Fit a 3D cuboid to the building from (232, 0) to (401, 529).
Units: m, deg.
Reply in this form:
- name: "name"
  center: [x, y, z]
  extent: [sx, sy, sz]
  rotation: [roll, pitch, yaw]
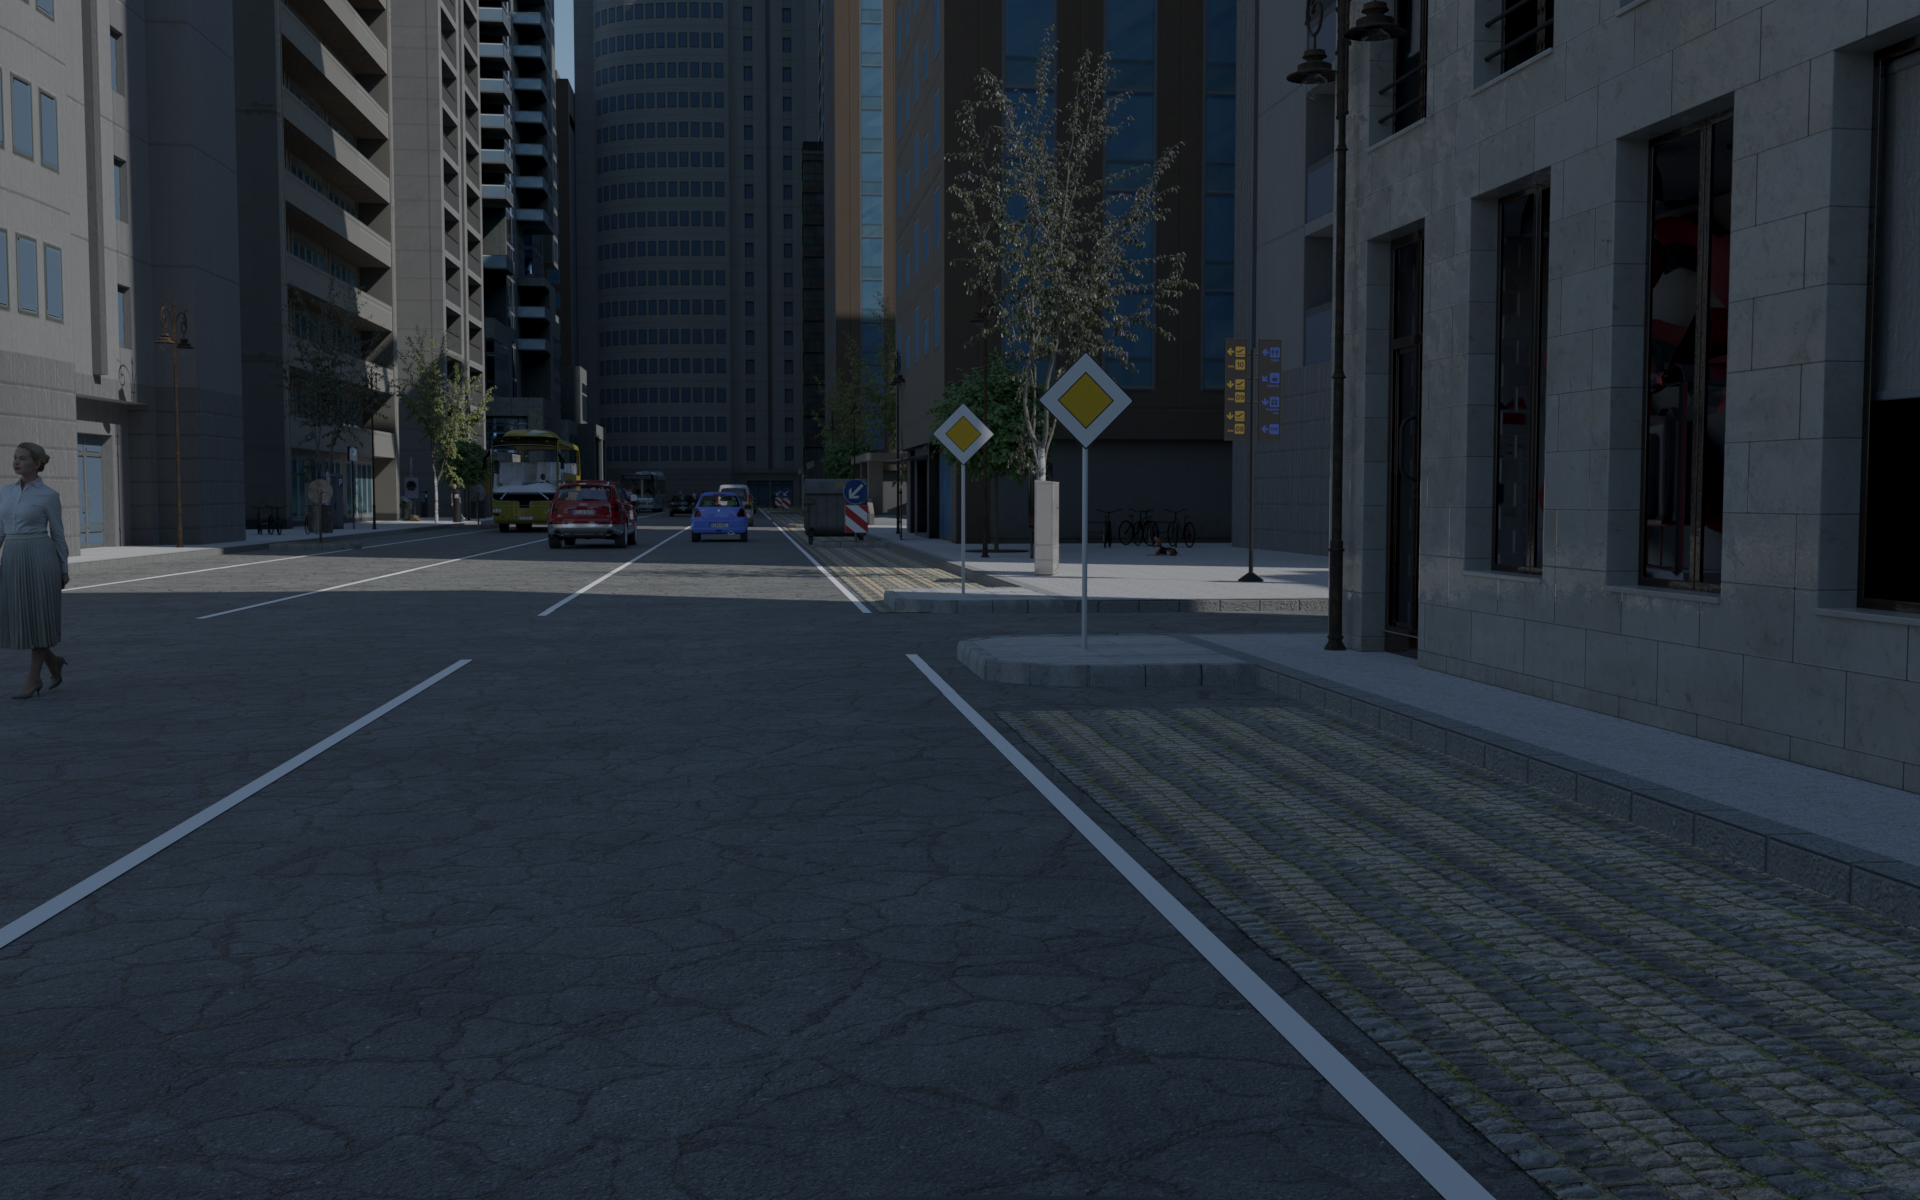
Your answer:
- name: "building"
  center: [-36.305, -27.327, 70.490]
  extent: [21.300, 48.544, 21.600]
  rotation: [0, 4, -7]

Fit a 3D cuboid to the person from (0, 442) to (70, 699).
- name: "person"
  center: [-6.607, -0.222, 12.361]
  extent: [0.478, 1.798, 0.641]
  rotation: [1, 4, 11]

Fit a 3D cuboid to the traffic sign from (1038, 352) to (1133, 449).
- name: "traffic sign"
  center: [1.050, -0.737, 14.235]
  extent: [0.795, 2.593, 0.064]
  rotation: [0, 4, -7]

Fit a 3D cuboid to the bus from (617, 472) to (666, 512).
- name: "bus"
  center: [-25.125, -8.728, 137.557]
  extent: [2.948, 3.499, 13.247]
  rotation: [0, 4, -5]

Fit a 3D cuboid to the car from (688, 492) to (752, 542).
- name: "car"
  center: [-7.349, -2.658, 53.043]
  extent: [1.945, 1.707, 3.694]
  rotation: [0, 4, -7]

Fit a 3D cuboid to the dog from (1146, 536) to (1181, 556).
- name: "dog"
  center: [4.229, -1.111, 35.896]
  extent: [0.550, 0.427, 0.748]
  rotation: [-1, 4, -20]

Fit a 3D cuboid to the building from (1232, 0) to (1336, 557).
- name: "building"
  center: [21.659, -30.074, 33.714]
  extent: [28.212, 58.520, 21.231]
  rotation: [0, 4, -7]

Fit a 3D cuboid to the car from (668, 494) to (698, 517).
- name: "car"
  center: [-17.805, -6.218, 111.447]
  extent: [2.009, 1.686, 4.222]
  rotation: [0, 4, -8]

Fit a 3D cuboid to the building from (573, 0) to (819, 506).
- name: "building"
  center: [-26.962, -39.516, 188.091]
  extent: [28.212, 58.520, 21.231]
  rotation: [0, 4, -7]

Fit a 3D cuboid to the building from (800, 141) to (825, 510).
- name: "building"
  center: [-6.383, -22.869, 145.604]
  extent: [14.160, 30.474, 14.107]
  rotation: [0, 4, -7]

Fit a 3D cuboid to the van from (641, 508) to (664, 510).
- name: "van"
  center: [-28.153, -9.427, 158.520]
  extent: [2.240, 2.365, 5.245]
  rotation: [0, 4, -7]

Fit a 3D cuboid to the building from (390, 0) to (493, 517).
- name: "building"
  center: [-37.426, -40.618, 102.364]
  extent: [20.563, 71.187, 20.611]
  rotation: [0, 4, -7]

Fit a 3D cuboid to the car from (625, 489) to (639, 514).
- name: "car"
  center: [-23.952, -6.992, 122.987]
  extent: [2.281, 1.827, 5.304]
  rotation: [0, 4, -6]

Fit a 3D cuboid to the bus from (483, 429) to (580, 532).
- name: "bus"
  center: [-16.835, -4.746, 69.143]
  extent: [2.896, 3.916, 12.252]
  rotation: [-1, 4, -9]

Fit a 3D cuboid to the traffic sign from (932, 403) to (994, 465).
- name: "traffic sign"
  center: [0.063, -1.221, 22.159]
  extent: [0.795, 2.593, 0.064]
  rotation: [0, 4, -7]

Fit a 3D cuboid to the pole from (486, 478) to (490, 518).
- name: "pole"
  center: [-25.723, -6.146, 94.333]
  extent: [0.158, 3.312, 0.155]
  rotation: [0, 3, 0]

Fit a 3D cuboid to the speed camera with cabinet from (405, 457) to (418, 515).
- name: "speed camera with cabinet"
  center: [-30.166, -6.033, 92.981]
  extent: [2.038, 3.252, 0.660]
  rotation: [-1, 4, -15]

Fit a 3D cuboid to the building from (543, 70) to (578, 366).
- name: "building"
  center: [-47.608, -32.573, 182.684]
  extent: [14.200, 45.320, 14.600]
  rotation: [0, 4, -7]

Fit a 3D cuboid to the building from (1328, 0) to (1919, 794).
- name: "building"
  center: [9.344, -9.284, 6.548]
  extent: [10.420, 20.320, 16.860]
  rotation: [0, 4, -7]

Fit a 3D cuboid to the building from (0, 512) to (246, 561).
- name: "building"
  center: [-28.373, -29.897, 30.811]
  extent: [21.231, 58.520, 28.212]
  rotation: [0, 4, -7]

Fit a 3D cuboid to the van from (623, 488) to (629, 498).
- name: "van"
  center: [-23.170, -6.670, 116.059]
  extent: [2.013, 2.044, 4.112]
  rotation: [0, 4, -7]

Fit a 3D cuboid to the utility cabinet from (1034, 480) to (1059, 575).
- name: "utility cabinet"
  center: [1.403, -1.164, 27.710]
  extent: [0.318, 1.500, 1.173]
  rotation: [0, 4, 8]

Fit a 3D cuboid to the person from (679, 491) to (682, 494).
- name: "person"
  center: [-23.943, -8.522, 148.565]
  extent: [1.217, 1.736, 0.721]
  rotation: [0, 4, 5]

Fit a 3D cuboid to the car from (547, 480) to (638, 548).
- name: "car"
  center: [-9.997, -2.362, 47.287]
  extent: [2.281, 1.827, 5.304]
  rotation: [0, 4, -6]

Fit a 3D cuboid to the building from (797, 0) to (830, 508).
- name: "building"
  center: [-4.803, -44.283, 162.286]
  extent: [20.563, 71.187, 20.611]
  rotation: [0, 4, -7]

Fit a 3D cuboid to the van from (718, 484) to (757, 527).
- name: "van"
  center: [-10.051, -4.295, 77.227]
  extent: [2.013, 2.044, 4.112]
  rotation: [0, 4, -6]

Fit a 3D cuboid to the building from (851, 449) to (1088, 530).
- name: "building"
  center: [11.432, -23.662, 78.757]
  extent: [32.217, 40.220, 23.993]
  rotation: [0, 4, -7]

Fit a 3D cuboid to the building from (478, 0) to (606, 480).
- name: "building"
  center: [-48.925, -51.554, 155.580]
  extent: [31.000, 86.520, 22.319]
  rotation: [0, 4, -7]

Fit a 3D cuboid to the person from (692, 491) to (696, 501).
- name: "person"
  center: [-20.797, -7.684, 135.074]
  extent: [0.436, 1.711, 0.756]
  rotation: [1, 4, 16]

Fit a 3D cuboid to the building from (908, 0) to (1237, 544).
- name: "building"
  center: [5.575, -24.496, 50.620]
  extent: [14.600, 45.320, 14.200]
  rotation: [0, 4, -7]

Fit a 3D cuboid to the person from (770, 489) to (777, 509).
- name: "person"
  center: [-17.178, -9.330, 160.670]
  extent: [0.705, 1.869, 1.348]
  rotation: [-3, 5, -42]

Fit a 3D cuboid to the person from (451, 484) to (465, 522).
- name: "person"
  center: [-23.013, -4.450, 79.477]
  extent: [0.598, 1.740, 0.731]
  rotation: [0, 4, -4]

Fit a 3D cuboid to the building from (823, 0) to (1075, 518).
- name: "building"
  center: [-1.400, -28.127, 109.987]
  extent: [14.600, 45.320, 14.200]
  rotation: [0, 4, -7]

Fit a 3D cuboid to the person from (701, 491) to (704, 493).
- name: "person"
  center: [-25.713, -9.974, 172.396]
  extent: [0.721, 1.723, 1.217]
  rotation: [-1, 4, -16]
